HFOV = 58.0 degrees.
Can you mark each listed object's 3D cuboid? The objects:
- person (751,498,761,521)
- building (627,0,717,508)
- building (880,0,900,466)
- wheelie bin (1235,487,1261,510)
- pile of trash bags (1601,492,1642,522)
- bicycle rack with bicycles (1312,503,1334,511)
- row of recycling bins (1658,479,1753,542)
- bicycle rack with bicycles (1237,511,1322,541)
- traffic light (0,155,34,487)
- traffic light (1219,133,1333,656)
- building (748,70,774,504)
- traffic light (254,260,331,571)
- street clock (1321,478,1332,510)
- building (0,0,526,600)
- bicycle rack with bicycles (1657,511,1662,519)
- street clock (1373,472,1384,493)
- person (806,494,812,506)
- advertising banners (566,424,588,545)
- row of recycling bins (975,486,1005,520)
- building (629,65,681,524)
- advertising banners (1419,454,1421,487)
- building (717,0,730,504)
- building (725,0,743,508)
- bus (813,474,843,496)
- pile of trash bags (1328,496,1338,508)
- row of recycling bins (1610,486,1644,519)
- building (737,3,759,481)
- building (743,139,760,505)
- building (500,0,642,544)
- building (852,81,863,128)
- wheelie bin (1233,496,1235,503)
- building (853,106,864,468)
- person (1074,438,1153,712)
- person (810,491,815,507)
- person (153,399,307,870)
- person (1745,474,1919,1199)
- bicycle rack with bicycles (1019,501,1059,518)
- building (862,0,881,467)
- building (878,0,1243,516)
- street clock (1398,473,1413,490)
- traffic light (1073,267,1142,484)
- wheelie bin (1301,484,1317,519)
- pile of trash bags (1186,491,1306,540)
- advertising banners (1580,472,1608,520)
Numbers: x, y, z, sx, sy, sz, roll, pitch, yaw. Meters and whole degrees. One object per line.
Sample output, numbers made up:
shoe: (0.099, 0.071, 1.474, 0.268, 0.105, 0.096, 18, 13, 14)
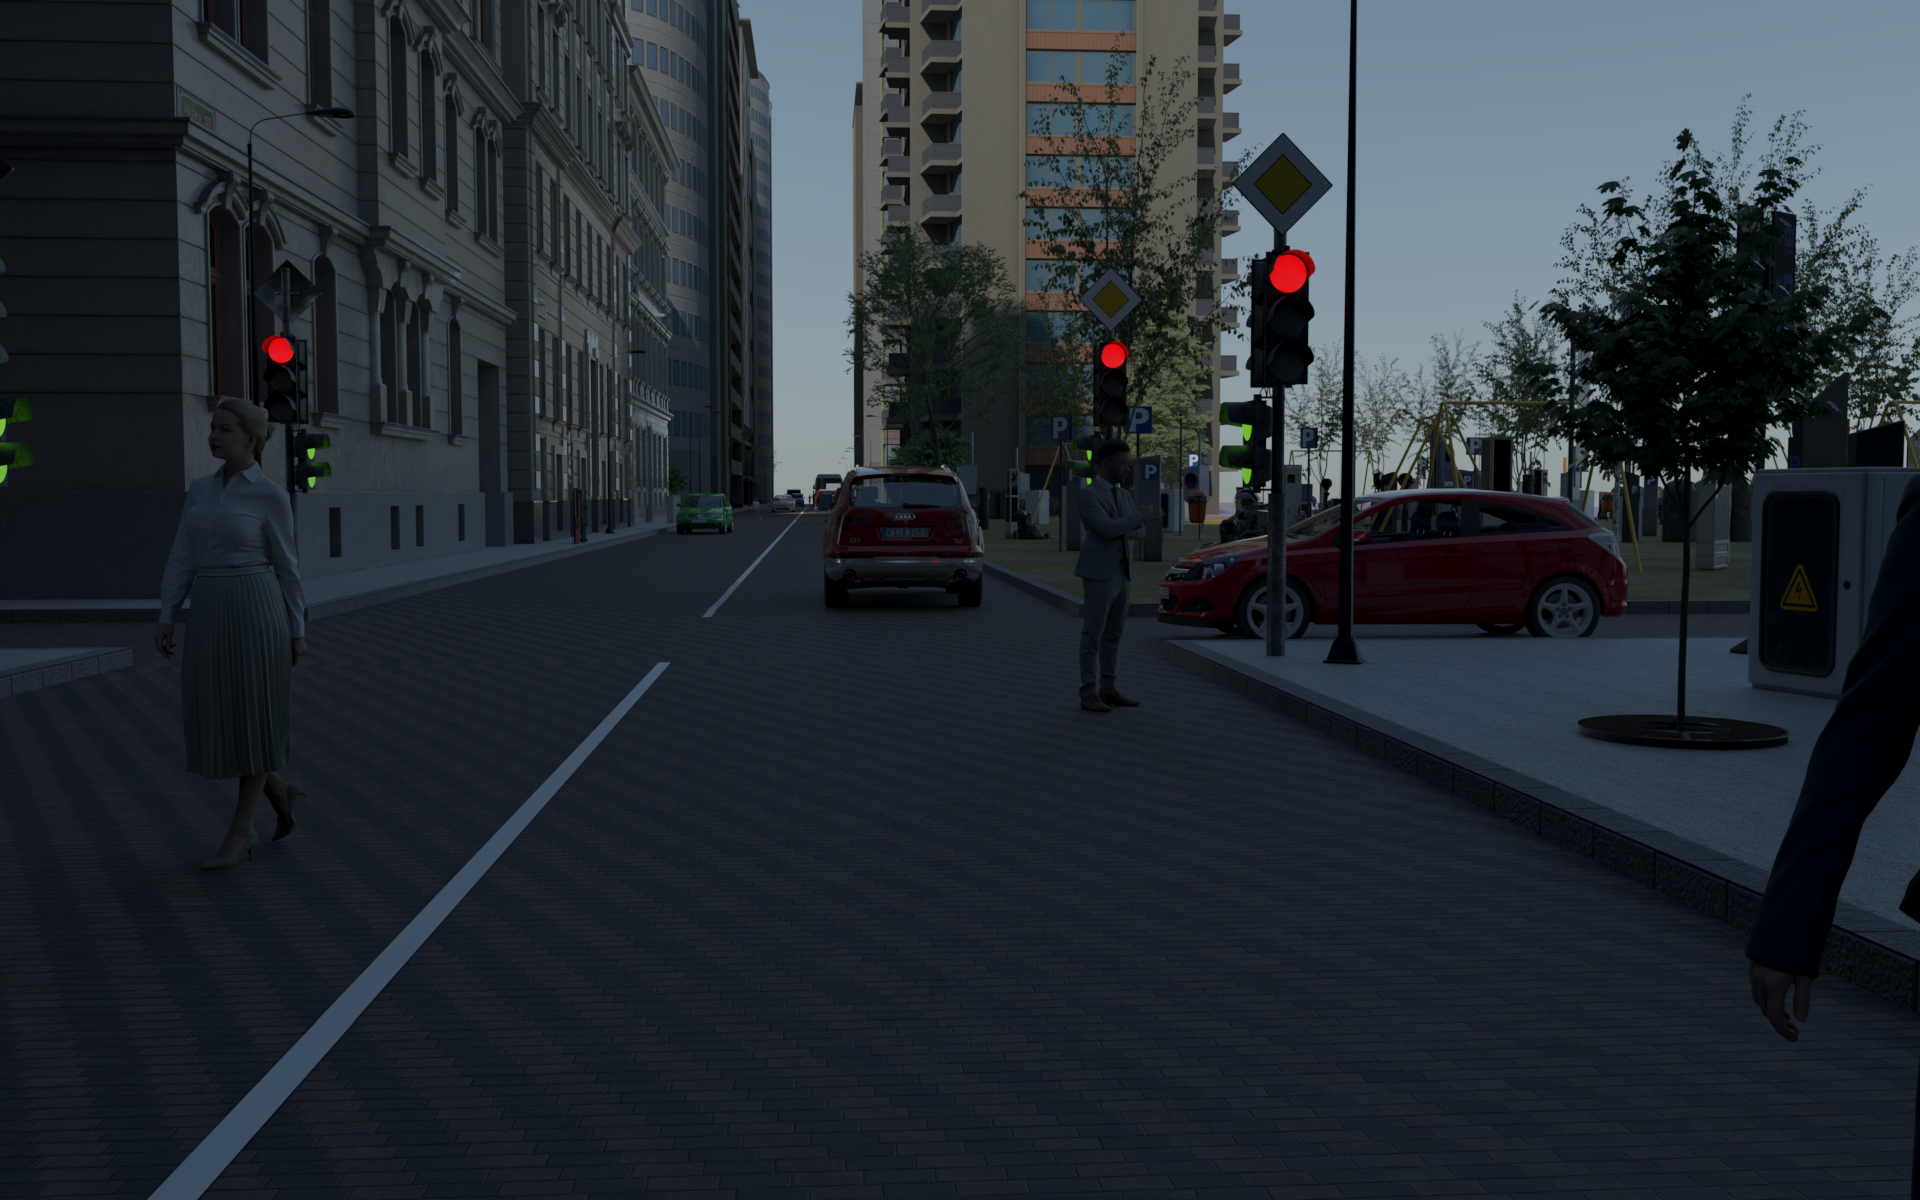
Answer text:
person: (-10.999, -4.884, 93.368, 0.505, 1.210, 0.382, -1, 4, -22)
building: (-26.481, -34.610, 107.880, 21.231, 58.520, 28.212, 0, 4, -5)
building: (0.710, -27.678, 136.132, 14.154, 41.232, 14.086, 0, 4, -5)
wheelie bin: (10.394, -3.315, 62.102, 0.693, 1.594, 0.980, 1, 4, 19)
pile of trash bags: (30.589, -4.161, 77.789, 3.447, 1.369, 1.912, 2, 4, 25)
bicycle rack with bicycles: (15.842, -3.644, 72.956, 2.925, 0.926, 2.852, -2, 4, -33)
row of recycling bins: (20.531, -2.422, 46.709, 3.534, 1.692, 1.069, -1, 4, -15)
bicycle rack with bicycles: (6.146, -1.046, 30.491, 2.925, 0.926, 2.852, 0, 4, 2)
traffic light: (-7.387, -1.463, 12.837, 0.839, 4.253, 0.868, 0, 4, -5)
traffic light: (2.490, -1.513, 13.652, 0.839, 4.253, 0.868, 0, 4, -5)
building: (-36.164, -42.288, 233.411, 21.231, 58.520, 28.212, 0, 4, -5)
traffic light: (-8.033, -1.950, 20.796, 0.839, 4.253, 0.868, 0, 4, -5)
street clock: (16.790, -4.575, 79.371, 0.471, 2.002, 0.358, 3, 5, 44)
building: (-16.457, -14.891, 30.865, 14.401, 28.519, 23.554, 0, 4, -5)
bicycle rack with bicycles: (27.868, -3.242, 66.390, 2.852, 0.926, 2.925, 0, 4, -8)
street clock: (13.987, -3.260, 57.875, 0.358, 2.002, 0.471, 3, 4, 36)
person: (-17.824, -11.824, 205.088, 1.065, 1.426, 0.557, 3, 5, 44)
advertising banners: (-9.850, -2.953, 44.468, 0.090, 3.025, 2.074, 0, 4, 1)
row of recycling bins: (1.810, -4.981, 88.558, 1.069, 1.692, 3.534, -2, 4, -27)
building: (-19.237, -14.820, 78.459, 11.583, 22.565, 21.152, 0, 4, -5)
advertising banners: (18.516, -4.478, 69.406, 0.090, 3.025, 2.074, 1, 4, 21)
building: (-24.960, -27.340, 130.600, 14.154, 41.232, 14.086, 0, 4, -5)
building: (-29.938, -32.085, 148.285, 21.300, 48.544, 21.600, 0, 4, -5)
bus: (-12.514, -10.386, 164.672, 2.948, 3.499, 13.247, 0, 4, -5)
pile of trash bags: (21.357, -5.145, 93.868, 3.447, 1.369, 1.912, 1, 4, 12)
row of recycling bins: (34.764, -4.930, 87.717, 3.534, 1.692, 1.069, 2, 4, 32)
building: (-36.854, -36.806, 191.023, 28.713, 52.752, 27.495, 0, 4, -5)
building: (-32.063, -34.419, 212.867, 14.600, 45.320, 14.200, 0, 4, -5)
building: (-17.539, -15.781, 55.291, 12.463, 27.353, 25.104, 0, 4, -5)
building: (1.132, -38.475, 218.307, 28.713, 52.752, 27.495, 0, 4, -5)
wheelie bin: (12.449, -4.163, 75.973, 0.980, 1.594, 0.693, 1, 4, 19)
building: (-5.060, -33.434, 196.763, 14.600, 45.320, 14.200, 0, 4, -5)
person: (1.035, -0.173, 11.513, 0.466, 1.800, 0.511, 2, 4, 27)
person: (-16.327, -11.278, 192.981, 0.705, 1.814, 1.350, 1, 4, 20)
person: (-2.820, 0.115, 6.846, 0.478, 1.798, 0.641, 1, 4, 20)
person: (1.291, 0.420, 2.060, 0.576, 1.772, 0.534, -1, 4, -16)
bicycle rack with bicycles: (3.933, -4.910, 93.662, 2.852, 0.926, 2.925, -2, 4, -27)
building: (1.652, -37.676, 157.995, 21.231, 58.520, 28.212, 0, 4, -5)
building: (5.909, -28.106, 114.154, 22.147, 44.769, 28.867, 0, 4, -5)
street clock: (15.161, -3.331, 59.026, 0.471, 2.002, 0.358, 0, 4, -3)
traffic light: (1.844, -1.999, 21.611, 0.839, 4.253, 0.868, 0, 4, -5)
wheelie bin: (10.410, -2.752, 52.903, 0.980, 1.594, 0.693, 1, 4, 13)
pile of trash bags: (8.106, -2.406, 49.097, 3.447, 1.369, 1.912, 0, 4, -6)
advertising banners: (31.542, -5.531, 86.626, 2.074, 3.025, 0.090, -1, 4, -15)
